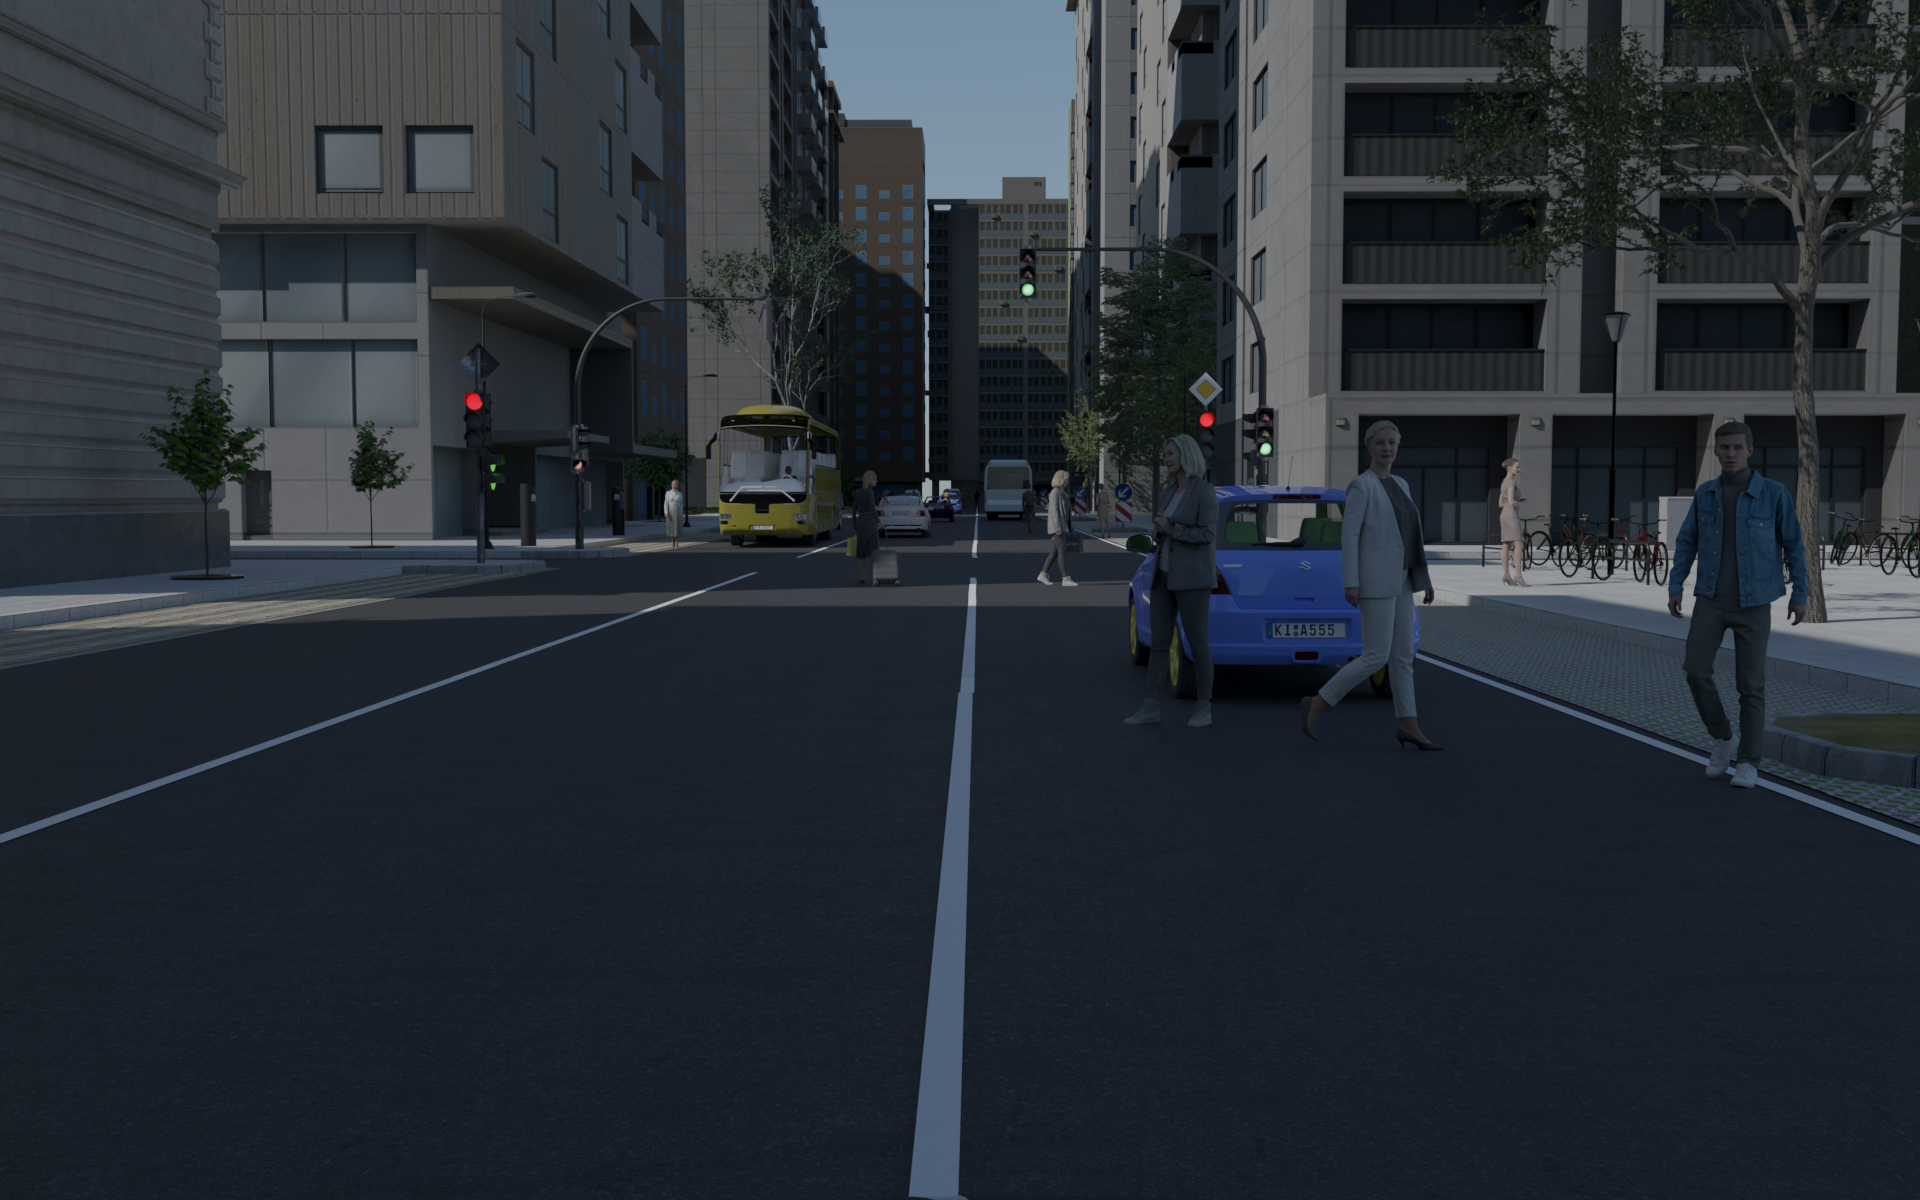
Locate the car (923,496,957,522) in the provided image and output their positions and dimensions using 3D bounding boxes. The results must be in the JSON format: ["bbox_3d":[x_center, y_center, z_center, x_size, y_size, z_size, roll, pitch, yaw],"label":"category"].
[{"bbox_3d":[-1.151,-4.708,89.561,1.945,1.354,3.894,0,4,0],"label":"car"}]

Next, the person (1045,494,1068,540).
[{"bbox_3d":[2.980,-2.746,53.754,0.716,1.782,0.532,1,4,20],"label":"person"}]

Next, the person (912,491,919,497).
[{"bbox_3d":[-4.031,-8.639,150.464,1.217,1.736,0.721,-1,4,-12],"label":"person"}]

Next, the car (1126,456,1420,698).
[{"bbox_3d":[2.299,-0.237,13.460,1.945,1.707,3.694,0,4,-1],"label":"car"}]

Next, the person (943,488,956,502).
[{"bbox_3d":[-0.851,-6.697,118.098,1.348,1.812,0.705,3,5,43],"label":"person"}]

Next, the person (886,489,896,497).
[{"bbox_3d":[-5.500,-7.958,138.758,1.348,1.807,0.705,-1,4,-17],"label":"person"}]

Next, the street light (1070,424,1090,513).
[{"bbox_3d":[7.947,-8.691,114.642,1.470,5.913,1.316,0,4,1],"label":"street light"}]

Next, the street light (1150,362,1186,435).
[{"bbox_3d":[7.384,-5.417,61.117,1.470,5.913,1.316,0,4,1],"label":"street light"}]

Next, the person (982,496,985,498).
[{"bbox_3d":[2.111,-8.229,143.569,0.750,1.759,0.617,-1,4,-11],"label":"person"}]

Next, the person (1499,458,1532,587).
[{"bbox_3d":[7.734,-1.086,24.142,0.374,1.781,0.599,0,4,3],"label":"person"}]

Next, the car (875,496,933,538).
[{"bbox_3d":[-1.941,-2.817,58.422,2.083,1.381,4.827,0,4,0],"label":"car"}]

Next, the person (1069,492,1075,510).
[{"bbox_3d":[8.946,-7.916,138.663,0.628,1.438,0.799,-1,4,-18],"label":"person"}]

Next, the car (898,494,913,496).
[{"bbox_3d":[-4.520,-8.045,143.330,2.131,1.459,4.920,0,4,1],"label":"car"}]

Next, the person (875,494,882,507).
[{"bbox_3d":[-7.120,-8.516,150.958,0.991,1.433,0.599,3,4,37],"label":"person"}]

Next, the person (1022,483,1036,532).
[{"bbox_3d":[2.596,-3.464,65.095,0.622,1.834,0.822,2,4,24],"label":"person"}]

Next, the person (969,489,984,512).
[{"bbox_3d":[1.358,-8.048,140.090,1.348,1.822,0.705,-1,4,-18],"label":"person"}]

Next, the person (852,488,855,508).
[{"bbox_3d":[-9.926,-9.519,161.681,0.705,1.823,1.348,0,4,-1],"label":"person"}]

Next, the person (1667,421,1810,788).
[{"bbox_3d":[3.841,0.017,8.564,0.601,1.785,0.444,3,5,44],"label":"person"}]

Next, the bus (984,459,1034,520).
[{"bbox_3d":[2.826,-6.403,99.555,2.948,3.499,13.247,0,4,2],"label":"bus"}]

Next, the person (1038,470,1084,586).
[{"bbox_3d":[1.574,-1.130,27.158,0.728,1.800,0.709,2,4,26],"label":"person"}]

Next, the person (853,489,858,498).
[{"bbox_3d":[-9.590,-9.340,159.485,0.721,1.736,1.217,1,4,13],"label":"person"}]

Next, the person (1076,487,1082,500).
[{"bbox_3d":[8.387,-7.085,122.332,0.683,1.767,0.568,2,4,25],"label":"person"}]

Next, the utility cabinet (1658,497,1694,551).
[{"bbox_3d":[16.347,-1.717,39.230,1.020,1.237,0.306,-1,4,-17],"label":"utility cabinet"}]

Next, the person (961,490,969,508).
[{"bbox_3d":[0.301,-10.415,178.867,1.350,1.814,0.705,-1,4,-9],"label":"person"}]

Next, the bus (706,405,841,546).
[{"bbox_3d":[-5.221,-3.665,51.471,2.896,3.916,12.252,0,3,0],"label":"bus"}]

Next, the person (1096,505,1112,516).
[{"bbox_3d":[8.170,-5.358,99.145,1.012,1.151,0.738,0,4,-8],"label":"person"}]

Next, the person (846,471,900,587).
[{"bbox_3d":[-1.391,-1.136,27.292,0.699,1.804,1.509,-1,4,-10],"label":"person"}]

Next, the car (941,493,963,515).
[{"bbox_3d":[-0.755,-6.883,122.134,1.945,1.707,3.694,0,4,-1],"label":"car"}]

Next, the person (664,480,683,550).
[{"bbox_3d":[-7.415,-2.215,44.948,0.478,1.798,0.641,0,4,-5],"label":"person"}]

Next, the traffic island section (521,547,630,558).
[{"bbox_3d":[-8.864,-1.101,40.285,2.009,0.180,2.903,0,4,1],"label":"traffic island section"}]

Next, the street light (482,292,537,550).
[{"bbox_3d":[-10.453,-4.129,40.058,1.470,5.913,1.316,0,4,1],"label":"street light"}]

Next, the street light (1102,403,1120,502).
[{"bbox_3d":[7.593,-7.077,88.248,1.470,5.913,1.316,0,4,1],"label":"street light"}]

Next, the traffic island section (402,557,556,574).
[{"bbox_3d":[-8.949,-0.613,32.301,2.009,0.180,2.903,0,4,1],"label":"traffic island section"}]

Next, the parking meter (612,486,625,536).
[{"bbox_3d":[-10.601,-2.772,53.739,0.372,1.533,0.369,0,3,0],"label":"parking meter"}]

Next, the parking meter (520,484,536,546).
[{"bbox_3d":[-10.631,-2.094,42.641,0.372,1.533,0.369,0,3,0],"label":"parking meter"}]

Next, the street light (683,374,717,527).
[{"bbox_3d":[-10.062,-5.780,67.043,1.470,5.913,1.316,0,4,1],"label":"street light"}]

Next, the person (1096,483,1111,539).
[{"bbox_3d":[4.612,-2.872,55.805,0.599,1.781,0.374,-1,4,-20],"label":"person"}]

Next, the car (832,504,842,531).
[{"bbox_3d":[-5.669,-3.620,68.782,1.945,1.707,3.694,0,4,2],"label":"car"}]

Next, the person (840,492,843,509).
[{"bbox_3d":[-10.289,-8.750,149.771,0.621,1.740,0.551,-1,4,-10],"label":"person"}]
